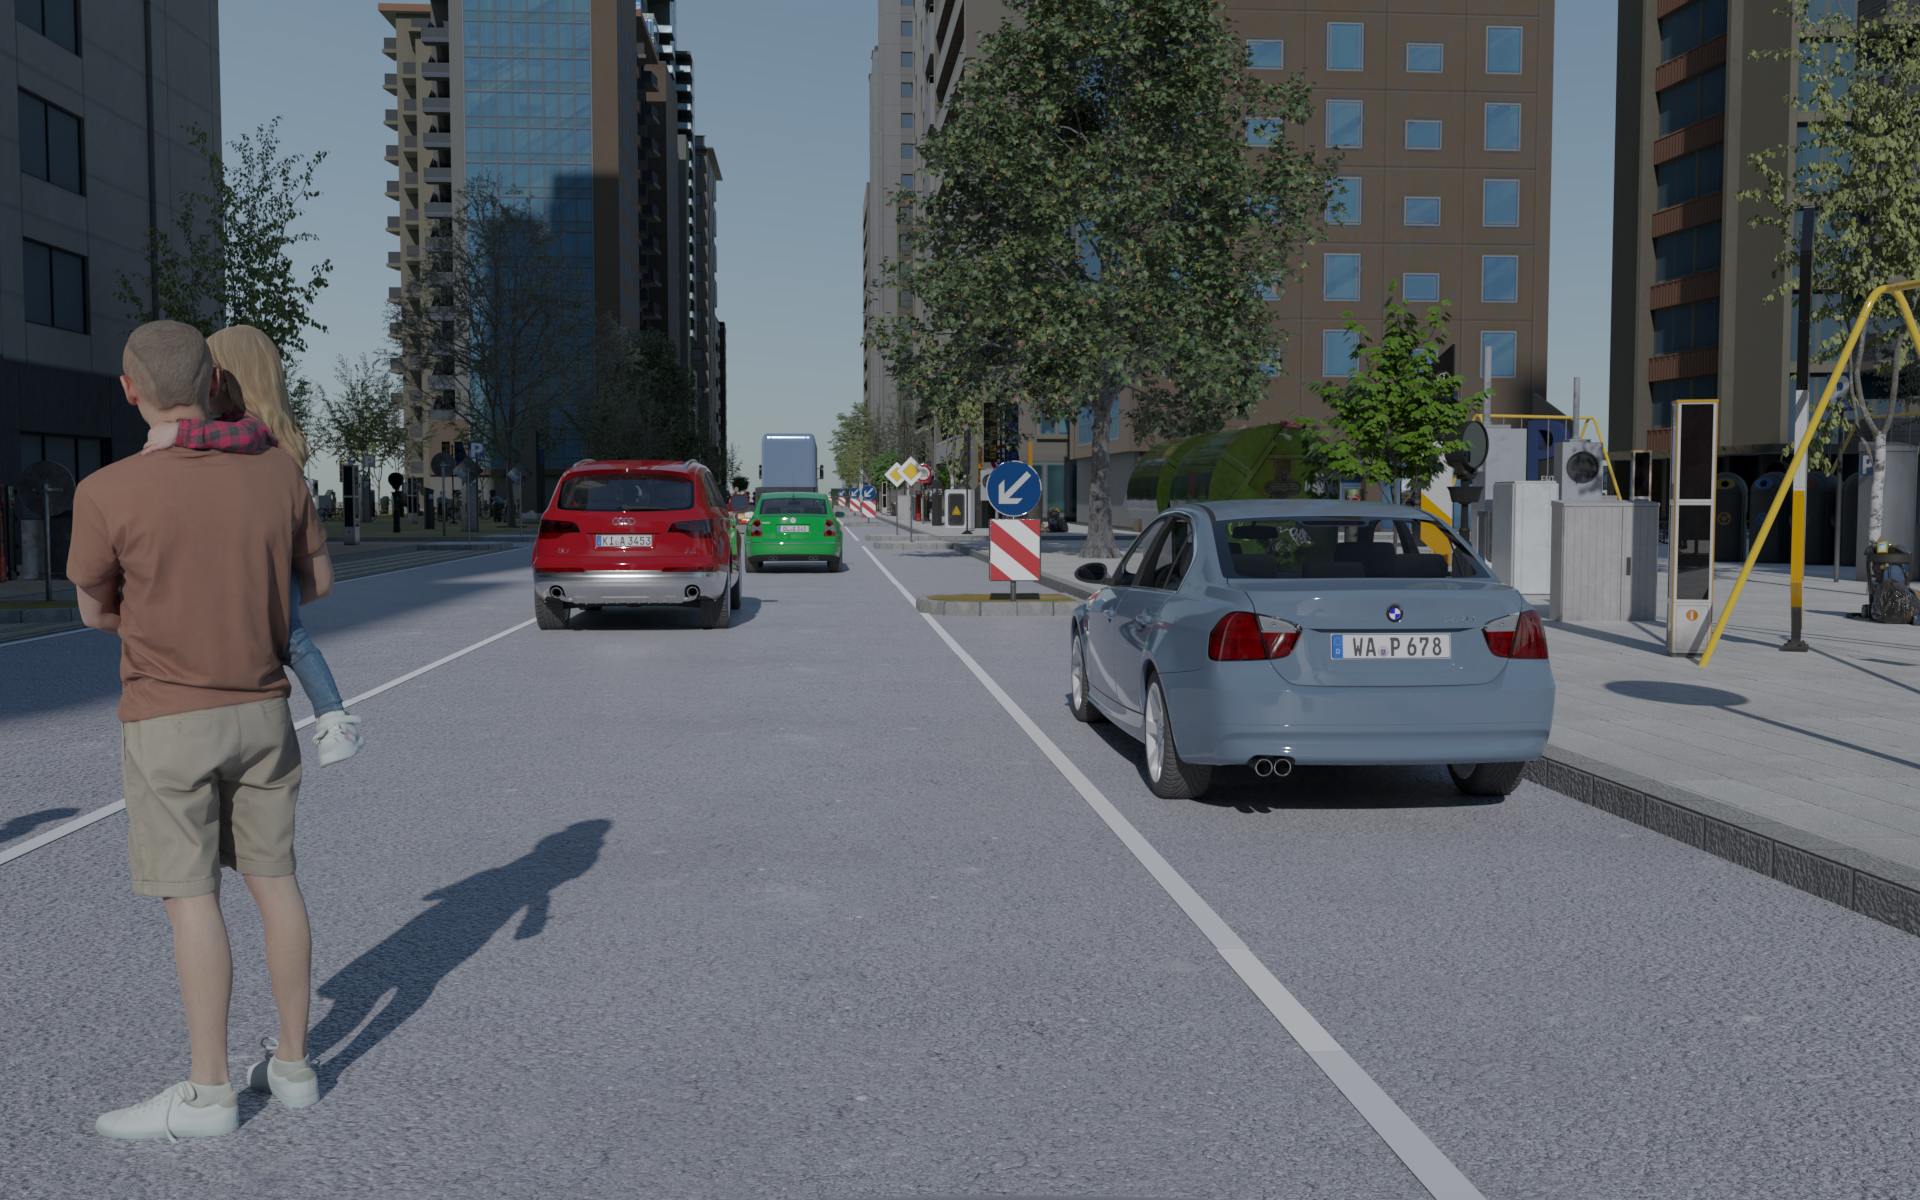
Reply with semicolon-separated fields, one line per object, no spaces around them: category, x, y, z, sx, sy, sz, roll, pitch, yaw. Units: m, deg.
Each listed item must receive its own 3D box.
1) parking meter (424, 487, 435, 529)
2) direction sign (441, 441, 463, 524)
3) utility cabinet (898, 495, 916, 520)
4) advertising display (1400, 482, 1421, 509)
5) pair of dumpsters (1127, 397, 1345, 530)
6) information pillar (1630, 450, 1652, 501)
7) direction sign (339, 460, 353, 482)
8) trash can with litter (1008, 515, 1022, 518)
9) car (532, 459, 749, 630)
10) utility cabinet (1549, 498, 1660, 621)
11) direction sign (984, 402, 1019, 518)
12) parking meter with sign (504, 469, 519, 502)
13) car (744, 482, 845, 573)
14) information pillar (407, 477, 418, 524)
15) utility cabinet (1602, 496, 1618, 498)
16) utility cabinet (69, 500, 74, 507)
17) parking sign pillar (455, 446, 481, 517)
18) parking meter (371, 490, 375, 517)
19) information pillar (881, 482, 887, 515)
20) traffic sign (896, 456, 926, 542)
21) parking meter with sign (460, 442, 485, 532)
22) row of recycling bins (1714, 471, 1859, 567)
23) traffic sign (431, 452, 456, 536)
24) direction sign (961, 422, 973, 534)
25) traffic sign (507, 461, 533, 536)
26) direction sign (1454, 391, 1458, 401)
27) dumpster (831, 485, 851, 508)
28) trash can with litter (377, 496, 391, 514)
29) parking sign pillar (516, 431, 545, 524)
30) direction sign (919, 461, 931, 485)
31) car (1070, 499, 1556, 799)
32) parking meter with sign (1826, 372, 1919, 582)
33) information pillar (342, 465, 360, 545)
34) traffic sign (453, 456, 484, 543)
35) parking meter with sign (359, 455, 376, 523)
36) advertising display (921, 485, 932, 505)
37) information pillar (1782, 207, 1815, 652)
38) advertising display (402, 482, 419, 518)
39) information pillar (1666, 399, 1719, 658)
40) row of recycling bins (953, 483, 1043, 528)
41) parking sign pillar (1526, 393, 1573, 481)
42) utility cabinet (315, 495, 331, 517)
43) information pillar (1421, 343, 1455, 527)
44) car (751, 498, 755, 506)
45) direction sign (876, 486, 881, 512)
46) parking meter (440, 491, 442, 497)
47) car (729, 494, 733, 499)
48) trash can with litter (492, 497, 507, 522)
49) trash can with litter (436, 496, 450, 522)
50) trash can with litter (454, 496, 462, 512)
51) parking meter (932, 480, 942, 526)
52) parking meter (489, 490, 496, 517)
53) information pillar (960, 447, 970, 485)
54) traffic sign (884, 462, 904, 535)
parking meter;-19.407;-3.359;63.326;0.372;1.533;0.369;0;3;0
direction sign;-21.826;-5.048;74.535;0.876;3.537;0.379;-1;4;-15
utility cabinet;-2.602;-4.528;85.200;1.020;1.237;0.306;1;4;12
advertising display;11.180;-2.254;42.065;0.974;1.923;0.123;2;4;28
pair of dumpsters;3.036;-1.035;19.423;1.574;2.255;4.437;0;4;-5
information pillar;11.422;-1.504;29.088;0.304;2.012;0.304;1;4;15
direction sign;-41.169;-7.600;116.251;0.876;3.537;0.379;-1;4;-16
trash can with litter;2.159;-2.972;59.972;1.055;1.170;0.624;0;4;5
car;-3.588;-0.685;19.873;2.281;1.827;5.304;0;4;-5
utility cabinet;6.546;-0.394;17.596;1.020;1.237;0.306;0;4;-6
direction sign;1.011;-3.102;42.722;0.876;3.537;0.379;1;4;14
parking meter with sign;-30.097;-7.435;117.829;1.738;3.016;0.543;2;4;24
car;-3.144;-1.472;32.862;1.959;1.807;4.718;0;4;-5
information pillar;-23.718;-4.314;75.030;0.304;2.012;0.304;2;4;29
utility cabinet;25.796;-3.564;69.431;0.306;1.237;1.020;-3;5;-42
utility cabinet;-15.144;-1.171;30.308;1.020;1.237;0.306;-1;4;-18
parking sign pillar;-27.405;-6.605;96.459;1.447;3.967;1.447;0;4;-2
parking meter;-32.755;-5.383;96.421;0.372;1.533;0.369;0;3;0
information pillar;-4.611;-6.158;105.170;0.304;2.012;0.304;-1;4;-14
traffic sign;-1.300;-2.595;46.068;0.795;2.450;0.064;0;4;-5
parking meter with sign;-16.621;-3.826;58.816;0.543;3.016;1.738;-2;4;-30
row of recycling bins;15.337;-1.515;31.882;1.069;1.692;3.534;-2;4;-33
traffic sign;-15.686;-3.211;52.600;0.768;2.556;0.104;0;4;-2
direction sign;0.230;-3.861;55.129;0.379;3.537;0.876;1;4;12
traffic sign;-13.472;-3.024;53.086;0.795;2.450;0.064;0;4;-5
direction sign;10.521;-2.811;37.952;0.876;3.537;0.379;-2;4;-24
dumpster;-11.403;-9.844;165.904;1.985;2.255;1.502;0;4;-4
trash can with litter;-36.400;-5.993;109.371;0.624;1.170;1.055;1;4;10
parking sign pillar;-18.472;-5.287;74.908;1.447;3.967;1.447;-3;5;-44
direction sign;-2.399;-7.770;119.038;0.876;3.537;0.379;1;4;19
car;1.690;0.155;9.474;2.014;1.417;4.499;0;4;-4
parking meter with sign;13.529;-1.770;25.205;1.738;3.016;0.543;-1;4;-11
information pillar;-15.300;-2.387;43.513;0.304;2.012;0.304;0;4;4
traffic sign;-12.806;-2.537;45.129;0.795;2.450;0.064;0;4;-5
parking meter with sign;-26.974;-5.031;78.511;0.543;3.016;1.738;-2;4;-33
advertising display;-2.184;-6.841;117.065;0.974;1.923;0.123;-1;4;-14
information pillar;6.820;-1.387;14.032;0.183;3.616;0.504;2;4;27
advertising display;-29.941;-5.452;94.352;0.123;1.923;0.974;3;5;40
information pillar;5.760;-0.559;13.635;0.304;2.012;0.304;1;4;15
row of recycling bins;1.388;-3.530;64.831;3.534;1.692;1.069;1;4;17
parking sign pillar;15.610;-3.499;45.684;1.447;3.967;1.447;-3;4;-38
utility cabinet;-35.475;-5.219;96.486;0.306;1.237;1.020;1;4;19
information pillar;7.487;-2.186;27.099;0.504;3.616;0.183;2;4;30
car;-17.237;-8.757;152.210;2.155;1.783;4.494;0;4;-6
direction sign;-5.948;-8.222;126.428;0.379;3.537;0.876;3;5;43
parking meter;-36.379;-6.936;121.817;0.372;1.533;0.369;0;3;0
car;-24.926;-11.138;191.699;1.945;1.707;3.694;0;4;-6
trash can with litter;-20.749;-4.108;78.557;1.055;1.170;0.624;3;4;37
trash can with litter;-23.946;-4.214;80.283;0.624;1.170;1.055;-1;4;-15
trash can with litter;-35.917;-6.863;123.604;1.055;1.170;0.624;-1;4;-9
parking meter;-0.923;-3.911;69.661;0.255;1.863;0.399;-3;5;-45
parking meter;-26.372;-5.465;97.761;0.372;1.533;0.369;0;3;0
information pillar;0.228;-5.085;74.492;0.504;3.616;0.183;3;5;41
traffic sign;-1.967;-3.082;54.025;0.795;2.450;0.064;0;4;-5
